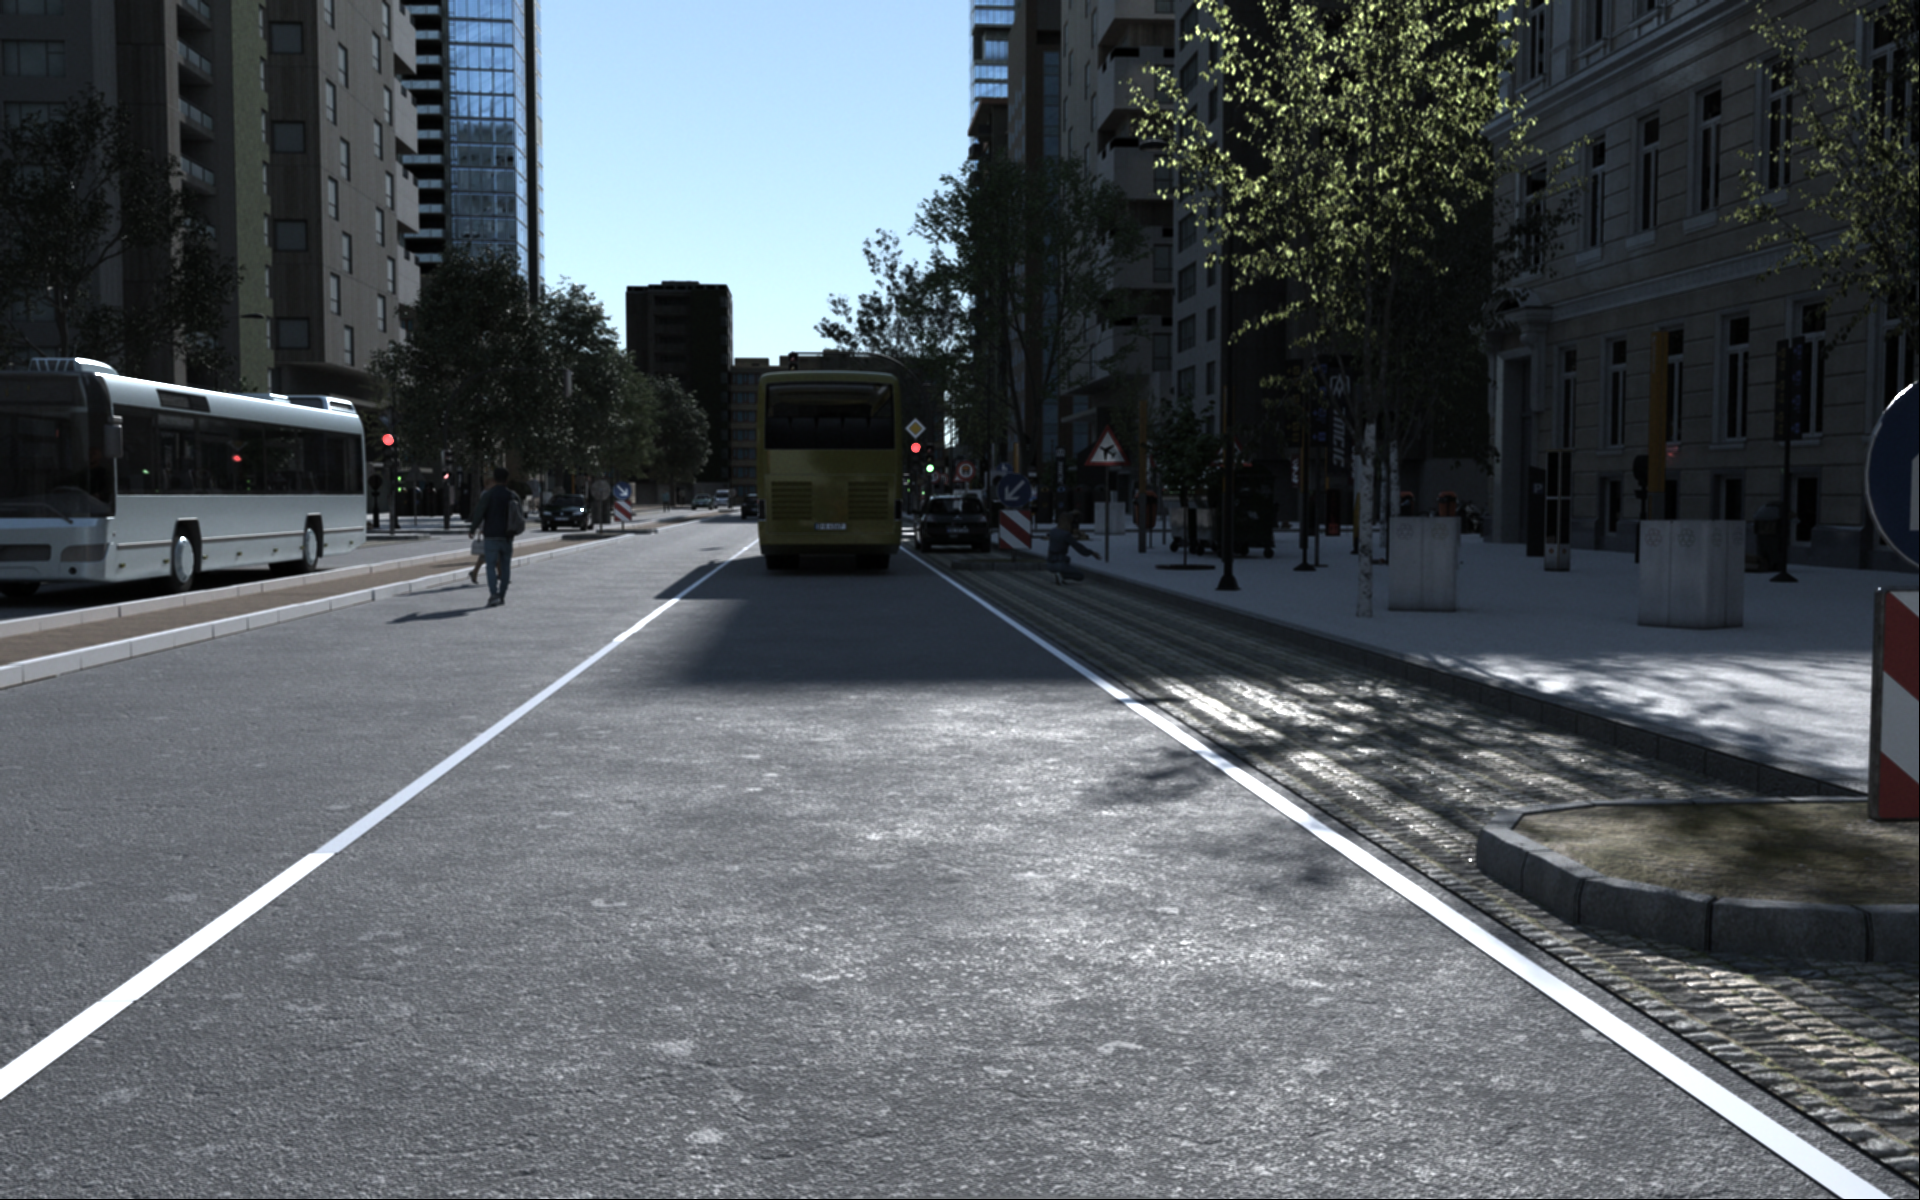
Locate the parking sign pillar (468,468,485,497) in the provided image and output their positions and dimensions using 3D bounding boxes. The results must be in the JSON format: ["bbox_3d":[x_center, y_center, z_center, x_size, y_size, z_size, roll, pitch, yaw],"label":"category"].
[{"bbox_3d":[-37.791,-8.989,135.445,1.447,3.967,1.447,0,4,8],"label":"parking sign pillar"}]

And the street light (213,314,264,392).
[{"bbox_3d":[-18.615,-4.413,44.693,1.470,5.913,1.316,0,4,-5],"label":"street light"}]

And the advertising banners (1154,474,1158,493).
[{"bbox_3d":[10.048,-5.725,89.798,0.090,3.025,2.074,1,4,21],"label":"advertising banners"}]

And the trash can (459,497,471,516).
[{"bbox_3d":[-28.076,-5.298,98.273,0.748,1.137,0.748,0,3,0],"label":"trash can"}]

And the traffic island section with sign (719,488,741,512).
[{"bbox_3d":[-18.134,-7.920,137.635,2.006,1.907,1.989,0,4,-5],"label":"traffic island section with sign"}]

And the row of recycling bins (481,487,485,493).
[{"bbox_3d":[-25.791,-5.488,96.847,1.069,1.692,3.534,1,4,19],"label":"row of recycling bins"}]

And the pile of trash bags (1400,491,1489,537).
[{"bbox_3d":[15.787,-2.852,56.375,3.447,1.369,1.912,-1,4,-12],"label":"pile of trash bags"}]

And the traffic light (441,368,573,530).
[{"bbox_3d":[-16.434,-5.380,62.639,4.771,5.953,1.251,0,4,-5],"label":"traffic light"}]

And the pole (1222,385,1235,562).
[{"bbox_3d":[5.042,-2.367,32.539,0.158,3.312,0.155,0,3,0],"label":"pole"}]

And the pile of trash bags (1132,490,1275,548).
[{"bbox_3d":[5.752,-1.954,41.693,3.447,1.369,1.912,-1,4,-20],"label":"pile of trash bags"}]

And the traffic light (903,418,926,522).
[{"bbox_3d":[-1.655,-4.580,63.796,0.839,4.253,0.868,0,4,-5],"label":"traffic light"}]

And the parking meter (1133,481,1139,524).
[{"bbox_3d":[7.644,-4.206,74.477,0.399,1.863,0.255,2,4,27],"label":"parking meter"}]

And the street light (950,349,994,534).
[{"bbox_3d":[0.380,-5.074,55.495,1.470,5.913,1.316,0,4,-5],"label":"street light"}]

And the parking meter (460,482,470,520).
[{"bbox_3d":[-24.803,-4.960,86.806,0.399,1.863,0.255,-3,5,-40],"label":"parking meter"}]

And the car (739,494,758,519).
[{"bbox_3d":[-11.662,-5.475,99.295,2.009,1.686,4.222,0,4,-6],"label":"car"}]

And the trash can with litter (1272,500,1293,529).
[{"bbox_3d":[11.814,-3.246,64.465,1.055,1.170,0.624,-1,4,-16],"label":"trash can with litter"}]

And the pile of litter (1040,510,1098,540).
[{"bbox_3d":[3.080,-2.102,48.338,1.719,0.858,1.176,3,5,42],"label":"pile of litter"}]

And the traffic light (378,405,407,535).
[{"bbox_3d":[-17.876,-4.010,54.478,0.839,4.253,0.868,0,4,-5],"label":"traffic light"}]

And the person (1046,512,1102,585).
[{"bbox_3d":[1.642,-0.821,27.424,0.738,1.151,1.012,-3,4,-38],"label":"person"}]

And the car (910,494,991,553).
[{"bbox_3d":[-0.215,-2.061,43.483,2.009,1.686,4.222,0,4,-5],"label":"car"}]

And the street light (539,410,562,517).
[{"bbox_3d":[-22.661,-7.547,95.930,1.470,5.913,1.316,0,4,-5],"label":"street light"}]

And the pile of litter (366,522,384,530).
[{"bbox_3d":[-21.565,-2.944,62.093,1.719,0.858,1.176,-1,4,-10],"label":"pile of litter"}]

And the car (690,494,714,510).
[{"bbox_3d":[-23.469,-8.929,157.787,2.131,1.459,4.920,0,4,-5],"label":"car"}]

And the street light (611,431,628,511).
[{"bbox_3d":[-25.282,-9.524,128.266,1.470,5.913,1.316,0,4,-5],"label":"street light"}]

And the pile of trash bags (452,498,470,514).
[{"bbox_3d":[-33.320,-6.375,113.982,1.912,1.369,3.447,-2,4,-35],"label":"pile of trash bags"}]

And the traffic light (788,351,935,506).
[{"bbox_3d":[-3.098,-4.946,55.529,4.771,5.953,1.251,0,4,-5],"label":"traffic light"}]

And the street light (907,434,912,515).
[{"bbox_3d":[-3.663,-8.191,106.457,1.470,5.913,1.316,0,4,-5],"label":"street light"}]

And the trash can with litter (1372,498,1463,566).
[{"bbox_3d":[8.418,-1.261,31.682,2.233,1.210,1.678,-2,4,-24],"label":"trash can with litter"}]

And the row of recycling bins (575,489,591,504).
[{"bbox_3d":[-28.661,-7.619,131.676,1.069,1.692,3.534,-2,4,-29],"label":"row of recycling bins"}]

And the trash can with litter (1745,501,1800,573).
[{"bbox_3d":[13.291,-1.046,28.482,1.055,1.170,0.624,-3,5,-41],"label":"trash can with litter"}]

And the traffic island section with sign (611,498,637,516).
[{"bbox_3d":[-22.332,-6.444,113.991,1.989,1.847,2.006,0,4,-5],"label":"traffic island section with sign"}]

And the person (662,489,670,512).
[{"bbox_3d":[-23.270,-7.871,137.214,0.660,1.820,0.620,1,4,13],"label":"person"}]

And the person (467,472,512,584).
[{"bbox_3d":[-7.527,-1.150,27.660,0.624,1.780,0.694,1,4,9],"label":"person"}]

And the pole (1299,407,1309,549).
[{"bbox_3d":[8.091,-2.865,40.678,0.158,3.312,0.155,0,3,0],"label":"pole"}]

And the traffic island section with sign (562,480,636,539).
[{"bbox_3d":[-11.561,-2.888,55.350,2.006,1.907,1.989,0,4,-5],"label":"traffic island section with sign"}]

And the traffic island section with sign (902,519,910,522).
[{"bbox_3d":[-3.601,-4.903,88.792,1.989,1.847,2.006,0,4,-5],"label":"traffic island section with sign"}]

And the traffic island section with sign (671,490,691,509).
[{"bbox_3d":[-26.373,-9.530,164.437,1.989,1.847,2.006,0,4,-5],"label":"traffic island section with sign"}]

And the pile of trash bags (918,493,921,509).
[{"bbox_3d":[-2.949,-7.606,134.116,1.912,1.369,3.447,0,4,-4],"label":"pile of trash bags"}]

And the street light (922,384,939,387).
[{"bbox_3d":[-0.902,-6.166,73.357,1.470,5.913,1.316,0,4,-5],"label":"street light"}]

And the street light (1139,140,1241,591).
[{"bbox_3d":[3.049,-3.084,22.973,1.470,5.913,1.316,0,4,-5],"label":"street light"}]

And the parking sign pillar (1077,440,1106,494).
[{"bbox_3d":[5.941,-5.492,78.265,1.447,3.967,1.447,0,4,6],"label":"parking sign pillar"}]

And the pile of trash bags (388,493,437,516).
[{"bbox_3d":[-32.366,-5.725,103.363,3.447,1.369,1.912,-1,4,-9],"label":"pile of trash bags"}]

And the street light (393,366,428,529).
[{"bbox_3d":[-19.983,-5.528,62.918,1.470,5.913,1.316,0,4,-5],"label":"street light"}]

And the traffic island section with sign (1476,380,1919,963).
[{"bbox_3d":[2.997,0.147,6.224,1.989,1.847,2.006,0,4,-5],"label":"traffic island section with sign"}]

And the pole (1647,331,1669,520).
[{"bbox_3d":[8.793,-1.713,21.856,0.158,3.312,0.155,0,3,0],"label":"pole"}]

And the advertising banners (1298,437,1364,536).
[{"bbox_3d":[11.378,-3.469,52.901,2.074,3.025,0.090,-1,4,-15],"label":"advertising banners"}]

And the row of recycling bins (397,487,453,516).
[{"bbox_3d":[-31.249,-5.713,100.528,3.534,1.692,1.069,-3,5,-40],"label":"row of recycling bins"}]

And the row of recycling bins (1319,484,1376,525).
[{"bbox_3d":[16.032,-3.978,72.154,1.069,1.692,3.534,-2,4,-25],"label":"row of recycling bins"}]

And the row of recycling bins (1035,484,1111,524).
[{"bbox_3d":[4.883,-4.162,75.163,3.534,1.692,1.069,2,4,25],"label":"row of recycling bins"}]

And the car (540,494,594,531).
[{"bbox_3d":[-15.464,-3.578,68.293,2.009,1.686,4.222,0,4,-6],"label":"car"}]

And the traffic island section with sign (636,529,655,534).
[{"bbox_3d":[-12.141,-3.339,62.735,2.006,1.907,1.989,0,4,-5],"label":"traffic island section with sign"}]

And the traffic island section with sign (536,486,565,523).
[{"bbox_3d":[-20.194,-4.801,87.120,1.989,1.847,2.006,0,4,-5],"label":"traffic island section with sign"}]

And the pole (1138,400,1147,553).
[{"bbox_3d":[3.982,-2.687,37.769,0.158,3.312,0.155,0,3,0],"label":"pole"}]

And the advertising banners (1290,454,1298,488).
[{"bbox_3d":[15.309,-4.842,75.357,2.074,3.025,0.090,2,4,29],"label":"advertising banners"}]

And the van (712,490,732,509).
[{"bbox_3d":[-23.585,-10.099,172.137,2.013,2.044,4.112,0,4,-5],"label":"van"}]

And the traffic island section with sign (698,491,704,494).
[{"bbox_3d":[-28.513,-11.173,191.307,1.989,1.847,2.006,0,4,-5],"label":"traffic island section with sign"}]

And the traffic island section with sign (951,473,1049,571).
[{"bbox_3d":[0.852,-1.496,33.094,1.989,1.847,2.006,0,4,-5],"label":"traffic island section with sign"}]

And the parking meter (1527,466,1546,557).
[{"bbox_3d":[11.863,-1.826,35.559,0.399,1.863,0.255,1,4,14],"label":"parking meter"}]
